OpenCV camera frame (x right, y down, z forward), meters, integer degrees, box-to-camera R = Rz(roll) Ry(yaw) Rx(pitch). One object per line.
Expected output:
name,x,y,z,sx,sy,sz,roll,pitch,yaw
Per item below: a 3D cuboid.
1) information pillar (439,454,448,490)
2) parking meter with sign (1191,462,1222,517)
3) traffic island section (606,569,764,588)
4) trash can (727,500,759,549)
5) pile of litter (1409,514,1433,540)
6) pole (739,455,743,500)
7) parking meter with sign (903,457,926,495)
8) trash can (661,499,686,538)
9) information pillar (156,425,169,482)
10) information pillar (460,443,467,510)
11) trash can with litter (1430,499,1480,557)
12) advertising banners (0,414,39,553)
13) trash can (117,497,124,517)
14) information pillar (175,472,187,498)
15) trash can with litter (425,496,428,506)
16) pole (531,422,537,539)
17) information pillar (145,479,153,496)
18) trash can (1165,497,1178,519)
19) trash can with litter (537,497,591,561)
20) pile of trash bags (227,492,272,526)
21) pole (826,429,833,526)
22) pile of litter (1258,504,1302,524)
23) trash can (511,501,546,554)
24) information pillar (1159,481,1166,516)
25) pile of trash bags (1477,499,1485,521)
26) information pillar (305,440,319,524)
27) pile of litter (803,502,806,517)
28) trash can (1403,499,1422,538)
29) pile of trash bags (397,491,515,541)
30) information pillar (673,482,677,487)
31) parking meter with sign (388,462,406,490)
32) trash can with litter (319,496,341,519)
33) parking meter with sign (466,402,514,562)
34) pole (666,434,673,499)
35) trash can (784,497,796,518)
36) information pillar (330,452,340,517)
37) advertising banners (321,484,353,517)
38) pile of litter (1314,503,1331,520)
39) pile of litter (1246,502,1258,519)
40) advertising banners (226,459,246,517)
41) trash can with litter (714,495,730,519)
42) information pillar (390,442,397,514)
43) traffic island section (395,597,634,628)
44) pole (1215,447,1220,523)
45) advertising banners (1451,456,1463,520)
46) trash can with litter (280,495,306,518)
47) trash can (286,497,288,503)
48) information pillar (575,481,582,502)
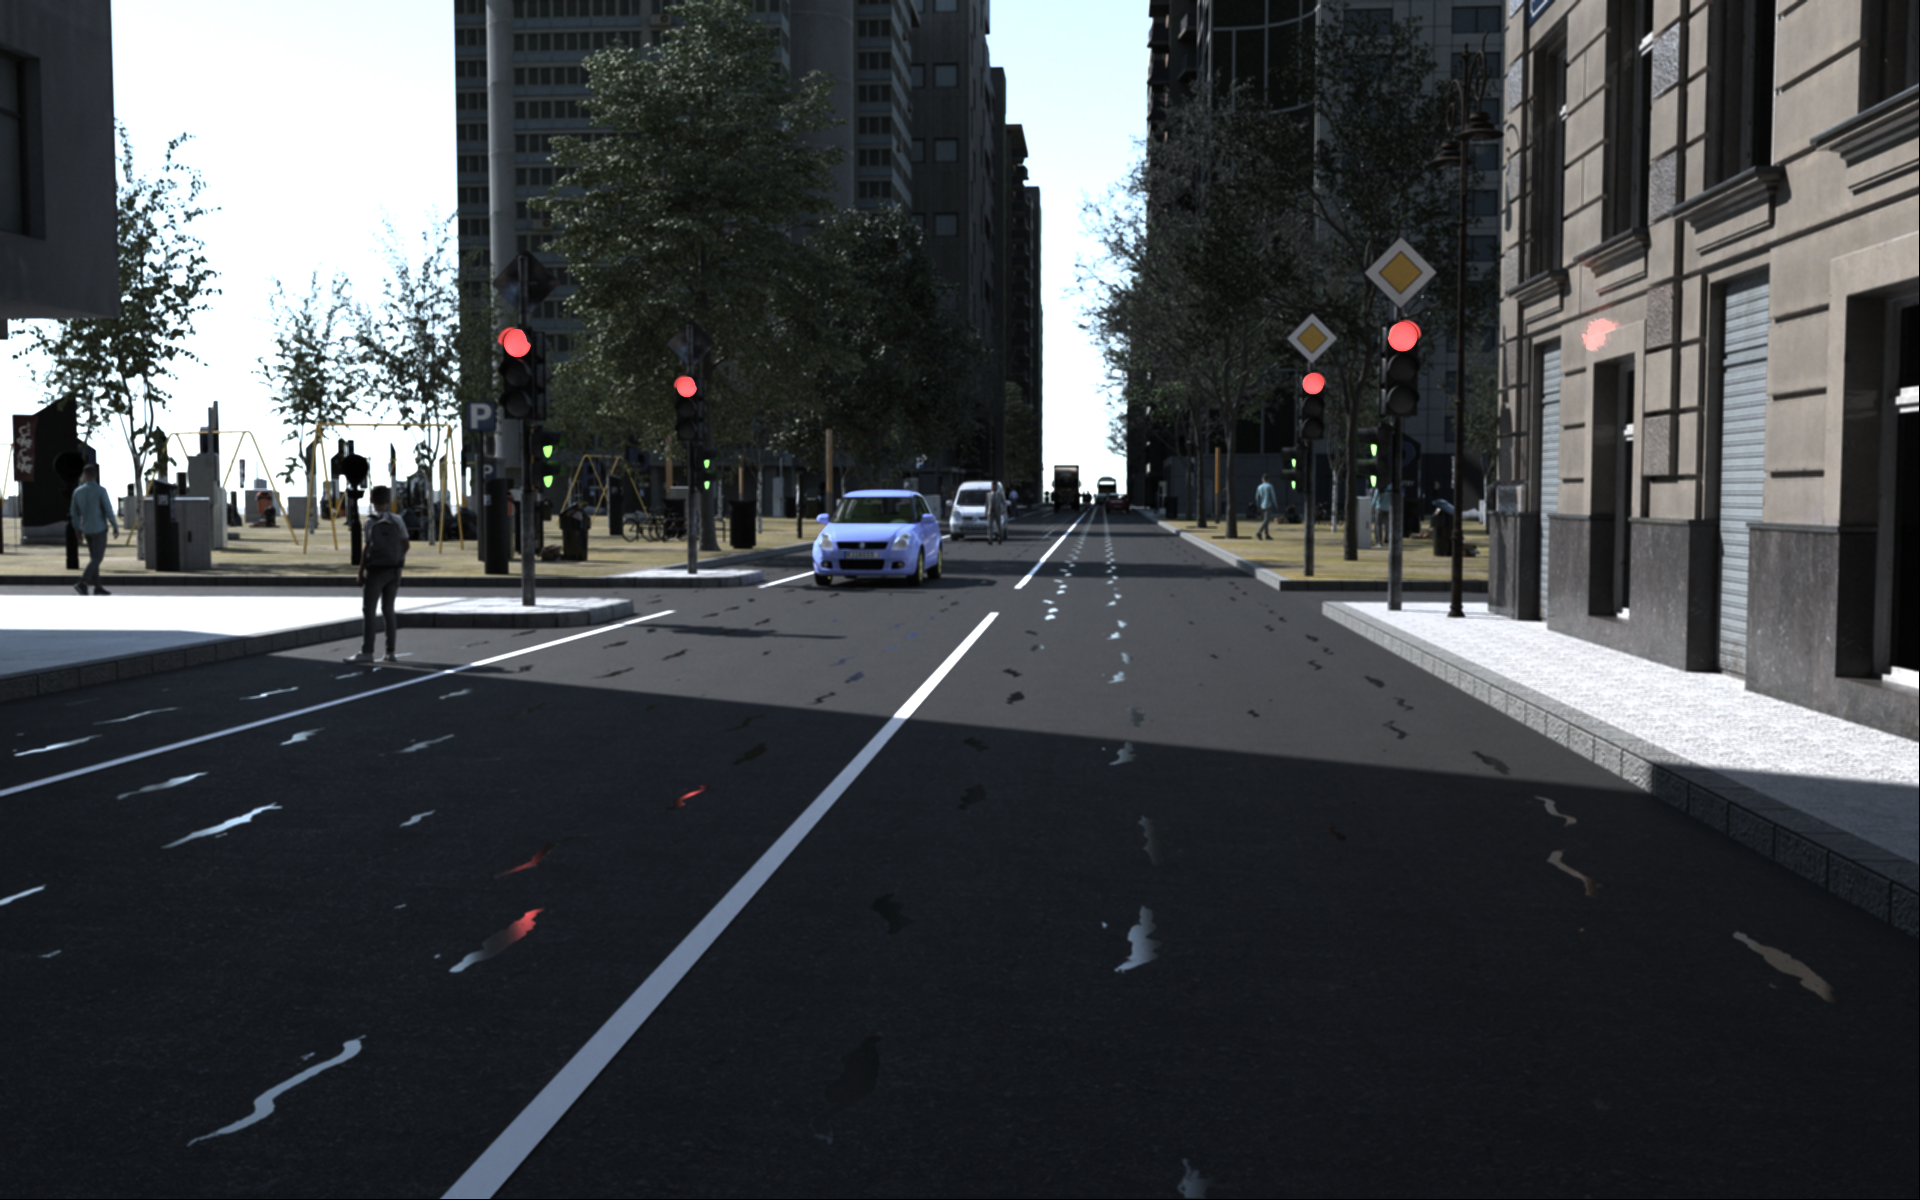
information pillar,-28.751,-6.430,96.481,0.504,3.616,0.183,0,4,2
parking meter with sign,13.455,-6.037,94.959,1.738,3.016,0.543,-1,4,-10
traffic island section,-4.329,-0.344,27.904,2.009,0.180,2.903,0,4,5
trash can,-5.106,-1.778,40.722,0.748,1.137,0.748,0,3,0
pile of litter,13.399,-2.158,49.244,1.176,0.858,1.719,0,4,4
pole,-11.546,-5.970,91.454,0.158,3.312,0.155,0,3,0
parking meter with sign,-2.345,-5.202,81.316,0.543,3.016,1.738,2,4,35
trash can,-8.414,-2.406,50.986,0.748,1.137,0.748,0,3,0
information pillar,-27.186,-4.140,59.049,0.183,3.616,0.504,1,4,12
information pillar,-22.476,-5.328,78.475,0.183,3.616,0.504,0,4,7
trash can with litter,10.196,-1.480,35.579,0.624,1.170,1.055,-3,4,-39
advertising banners,-21.074,-2.527,37.506,2.074,3.025,0.090,-2,4,-28
trash can,-47.514,-5.306,98.401,0.748,1.137,0.748,0,3,0
information pillar,-25.599,-3.210,56.970,0.304,2.012,0.304,-3,4,-36
trash can with litter,-19.704,-3.204,63.447,1.678,1.210,2.233,0,4,-3
pole,-12.127,-3.388,49.242,0.158,3.312,0.155,0,3,0
information pillar,-40.794,-5.059,87.199,0.304,2.012,0.304,3,4,38
trash can,10.900,-4.744,89.219,0.748,1.137,0.748,0,3,0
trash can with litter,-7.629,-1.338,33.256,1.055,1.170,0.624,1,4,14
pile of trash bags,-29.523,-3.674,69.818,3.447,1.369,1.912,-3,4,-37
pole,-4.099,-3.700,54.337,0.158,3.312,0.155,0,3,0
pile of litter,14.015,-3.708,74.584,1.719,0.858,1.176,-2,4,-26
trash can,-9.228,-1.555,37.072,0.748,1.137,0.748,0,3,0
information pillar,11.703,-5.843,100.021,0.304,2.012,0.304,-3,5,-41
pile of trash bags,24.971,-4.273,79.621,1.912,1.369,3.447,0,4,8
information pillar,-27.350,-4.998,73.073,0.504,3.616,0.183,1,4,14
pile of litter,-9.242,-5.203,99.031,1.176,0.858,1.719,0,4,-6
trash can,13.171,-2.393,50.777,0.748,1.137,0.748,0,3,0
pile of trash bags,-14.057,-2.377,48.608,1.912,1.369,3.447,3,5,43
information pillar,-16.810,-5.953,101.829,0.304,2.012,0.304,-2,4,-25
parking meter with sign,-30.805,-6.097,95.953,0.543,3.016,1.738,2,4,31
trash can with litter,-33.774,-4.981,92.825,1.055,1.170,0.624,-2,4,-30
parking meter with sign,-9.057,-2.281,33.562,0.543,3.016,1.738,0,4,-2
pole,-9.750,-3.928,58.065,0.158,3.312,0.155,0,3,0
trash can,-8.970,-4.903,91.814,0.748,1.137,0.748,0,3,0
information pillar,-34.241,-6.337,94.966,0.504,3.616,0.183,-3,4,-36
advertising banners,-35.188,-6.253,98.419,2.074,3.025,0.090,-2,4,-26
pile of litter,17.812,-4.346,85.027,1.176,0.858,1.719,-2,4,-26
pile of litter,15.669,-4.724,91.194,1.176,0.858,1.719,3,4,38
advertising banners,-36.129,-5.499,86.091,2.074,3.025,0.090,2,4,32
trash can with litter,-12.287,-4.783,89.256,1.678,1.210,2.233,0,4,-7
information pillar,-25.552,-5.307,78.119,0.183,3.616,0.504,0,4,4
traffic island section,-4.984,0.143,19.945,2.009,0.180,2.903,0,4,5
pole,11.231,-4.993,75.486,0.158,3.312,0.155,0,3,0
advertising banners,23.059,-5.150,80.389,0.090,3.025,2.074,2,4,31
trash can with litter,-36.195,-5.125,94.850,2.233,1.210,1.678,-3,5,-43
trash can,-29.530,-3.991,76.912,0.748,1.137,0.748,0,3,0
information pillar,-21.525,-5.702,97.716,0.304,2.012,0.304,2,4,31
